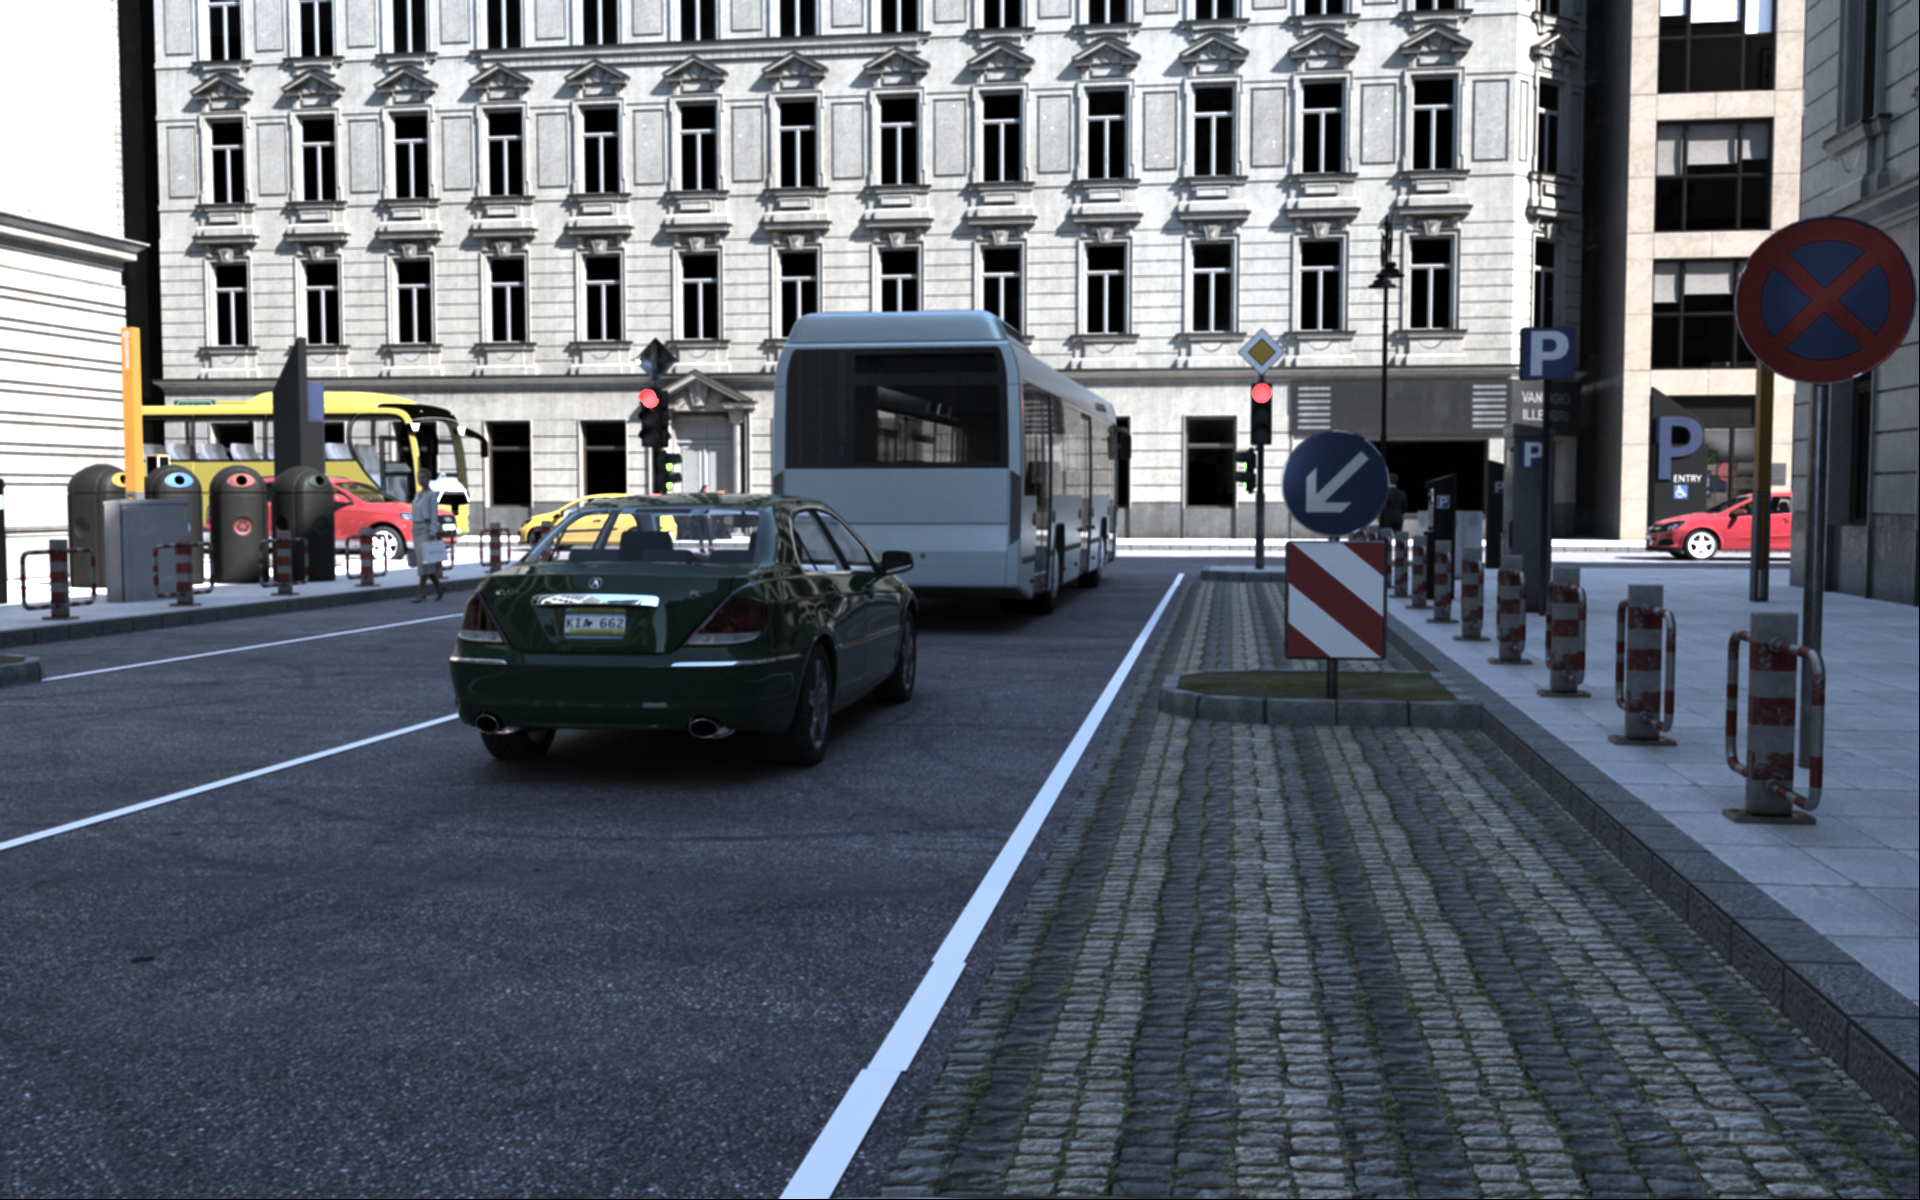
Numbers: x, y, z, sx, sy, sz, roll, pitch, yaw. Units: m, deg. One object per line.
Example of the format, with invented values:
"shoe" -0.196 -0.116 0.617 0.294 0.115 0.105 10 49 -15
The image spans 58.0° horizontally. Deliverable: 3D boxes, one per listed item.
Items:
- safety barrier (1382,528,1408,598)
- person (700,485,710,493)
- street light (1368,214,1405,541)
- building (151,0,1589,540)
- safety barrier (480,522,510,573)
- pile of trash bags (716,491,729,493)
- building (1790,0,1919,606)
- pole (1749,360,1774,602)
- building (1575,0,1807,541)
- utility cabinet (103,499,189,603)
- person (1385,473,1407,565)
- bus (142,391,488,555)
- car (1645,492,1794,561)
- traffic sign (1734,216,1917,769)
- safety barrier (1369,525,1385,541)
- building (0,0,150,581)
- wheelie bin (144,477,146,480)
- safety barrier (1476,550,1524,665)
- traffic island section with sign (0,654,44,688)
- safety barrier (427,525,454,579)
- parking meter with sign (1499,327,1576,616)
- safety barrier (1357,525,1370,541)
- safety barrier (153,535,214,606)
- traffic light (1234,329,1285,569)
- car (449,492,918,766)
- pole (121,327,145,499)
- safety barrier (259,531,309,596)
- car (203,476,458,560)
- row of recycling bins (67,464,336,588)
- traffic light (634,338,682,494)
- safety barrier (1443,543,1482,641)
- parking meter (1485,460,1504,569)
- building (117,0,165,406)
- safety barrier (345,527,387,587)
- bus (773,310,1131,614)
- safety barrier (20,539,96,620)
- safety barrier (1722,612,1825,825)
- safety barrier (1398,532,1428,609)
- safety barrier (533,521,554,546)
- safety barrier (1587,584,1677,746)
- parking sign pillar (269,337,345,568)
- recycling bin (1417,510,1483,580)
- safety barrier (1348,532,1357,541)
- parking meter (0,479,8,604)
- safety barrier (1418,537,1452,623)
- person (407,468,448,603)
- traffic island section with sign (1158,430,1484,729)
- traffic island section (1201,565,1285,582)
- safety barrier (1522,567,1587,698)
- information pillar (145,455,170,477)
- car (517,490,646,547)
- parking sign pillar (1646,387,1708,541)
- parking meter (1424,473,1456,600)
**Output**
"safety barrier" 5.477 -0.441 21.492 0.300 0.817 1.120 1 4 9
"person" -6.077 -1.947 41.803 0.593 1.643 0.415 1 4 13
"street light" 7.081 -3.432 28.903 0.468 5.910 1.993 1 4 9
"building" -2.516 -17.222 57.991 44.131 29.872 17.030 1 4 9
"safety barrier" -7.578 -0.854 28.244 0.300 0.817 1.120 1 4 9
"pile of trash bags" -11.691 -4.608 85.090 1.912 1.369 3.447 3 5 43
"building" 16.131 -13.738 1.038 17.030 29.872 44.131 1 4 9
"pole" 9.549 -1.637 20.605 0.158 3.312 0.155 0 3 0
"building" 36.402 -15.238 53.649 34.151 26.468 19.350 1 4 9
"utility cabinet" -9.820 -0.598 20.937 0.306 1.237 1.020 1 4 22
"person" 8.768 -1.653 35.302 0.659 1.850 0.755 -1 4 -14
"bus" -17.946 -3.115 42.476 12.252 3.916 2.896 1 4 9
"car" 17.344 -1.758 37.787 4.494 1.783 2.155 1 4 9
"traffic sign" 3.980 -0.486 8.049 0.768 2.556 0.104 1 4 14
"safety barrier" 5.801 -0.570 23.592 0.300 0.817 1.120 1 4 9
"building" -23.937 -11.494 24.083 21.152 22.565 11.583 1 4 9
"wheelie bin" -15.057 -1.455 31.704 0.693 1.594 0.980 1 4 17
"safety barrier" 4.165 0.072 13.093 0.300 0.817 1.120 1 4 9
"traffic island section with sign" -8.058 -0.258 12.853 1.989 1.847 2.006 1 4 9
"safety barrier" -7.904 -0.726 26.145 0.300 0.817 1.120 1 4 9
"parking meter with sign" 6.254 -1.391 19.003 0.543 3.016 1.738 0 4 8
"safety barrier" 6.132 -0.699 25.697 0.300 0.817 1.120 1 4 9
"safety barrier" -8.886 -0.341 19.843 0.300 0.817 1.120 1 4 9
"traffic light" 5.117 -2.487 29.576 0.839 4.253 0.868 1 4 9
"car" -1.437 0.070 10.657 2.131 1.459 4.920 0 4 8
"pole" -10.146 -1.678 21.278 0.158 3.312 0.155 0 3 0
"safety barrier" -8.559 -0.469 21.946 0.300 0.817 1.120 1 4 9
"car" -13.223 -1.704 36.535 5.304 1.827 2.281 1 4 9
"row of recycling bins" -10.812 -1.082 24.802 3.534 1.692 1.069 -3 4 -38
"traffic light" -5.469 -2.586 31.204 0.839 4.253 0.868 1 4 9
"safety barrier" 4.492 -0.056 15.192 0.300 0.817 1.120 1 4 9
"parking meter" 9.291 -1.477 29.863 0.399 1.863 0.255 1 4 9
"building" -32.598 -14.127 60.652 15.834 23.373 12.332 1 4 9
"safety barrier" -8.235 -0.598 24.046 0.300 0.817 1.120 1 4 9
"bus" 0.472 -1.782 23.993 2.948 3.499 13.247 1 4 10
"safety barrier" -9.221 -0.211 17.732 0.300 0.817 1.120 1 4 9
"safety barrier" 3.182 0.458 6.792 0.300 0.817 1.120 1 4 9
"safety barrier" 5.146 -0.313 19.390 0.300 0.817 1.120 1 4 9
"safety barrier" -7.251 -0.983 30.343 0.300 0.817 1.120 1 4 9
"safety barrier" 3.510 0.329 8.891 0.300 0.817 1.120 1 4 9
"parking sign pillar" -11.629 -2.568 30.458 1.447 3.967 1.447 -3 5 -41
"recycling bin" 7.441 -0.842 26.328 0.722 1.027 0.722 -1 4 -17
"safety barrier" 6.458 -0.827 27.798 0.300 0.817 1.120 1 4 9
"parking meter" -11.346 -0.721 20.207 0.372 1.533 0.369 0 3 0
"safety barrier" 4.819 -0.184 17.291 0.300 0.817 1.120 1 4 9
"person" -7.068 -0.868 23.052 0.624 1.780 0.694 -3 5 -39
"traffic island section with sign" 2.350 -0.180 11.577 1.989 1.847 2.006 1 4 9
"traffic island section" 5.155 -0.453 29.684 2.009 0.180 2.903 1 4 9
"safety barrier" 3.839 0.201 10.993 0.300 0.817 1.120 1 4 9
"information pillar" -15.037 -1.714 32.516 0.304 2.012 0.304 1 4 19
"car" -9.225 -2.063 43.952 3.980 1.641 2.015 1 4 10
"parking sign pillar" 18.054 -3.368 43.532 1.447 3.967 1.447 0 4 3
"parking meter" 5.859 -0.780 21.164 0.372 1.533 0.369 0 3 0
